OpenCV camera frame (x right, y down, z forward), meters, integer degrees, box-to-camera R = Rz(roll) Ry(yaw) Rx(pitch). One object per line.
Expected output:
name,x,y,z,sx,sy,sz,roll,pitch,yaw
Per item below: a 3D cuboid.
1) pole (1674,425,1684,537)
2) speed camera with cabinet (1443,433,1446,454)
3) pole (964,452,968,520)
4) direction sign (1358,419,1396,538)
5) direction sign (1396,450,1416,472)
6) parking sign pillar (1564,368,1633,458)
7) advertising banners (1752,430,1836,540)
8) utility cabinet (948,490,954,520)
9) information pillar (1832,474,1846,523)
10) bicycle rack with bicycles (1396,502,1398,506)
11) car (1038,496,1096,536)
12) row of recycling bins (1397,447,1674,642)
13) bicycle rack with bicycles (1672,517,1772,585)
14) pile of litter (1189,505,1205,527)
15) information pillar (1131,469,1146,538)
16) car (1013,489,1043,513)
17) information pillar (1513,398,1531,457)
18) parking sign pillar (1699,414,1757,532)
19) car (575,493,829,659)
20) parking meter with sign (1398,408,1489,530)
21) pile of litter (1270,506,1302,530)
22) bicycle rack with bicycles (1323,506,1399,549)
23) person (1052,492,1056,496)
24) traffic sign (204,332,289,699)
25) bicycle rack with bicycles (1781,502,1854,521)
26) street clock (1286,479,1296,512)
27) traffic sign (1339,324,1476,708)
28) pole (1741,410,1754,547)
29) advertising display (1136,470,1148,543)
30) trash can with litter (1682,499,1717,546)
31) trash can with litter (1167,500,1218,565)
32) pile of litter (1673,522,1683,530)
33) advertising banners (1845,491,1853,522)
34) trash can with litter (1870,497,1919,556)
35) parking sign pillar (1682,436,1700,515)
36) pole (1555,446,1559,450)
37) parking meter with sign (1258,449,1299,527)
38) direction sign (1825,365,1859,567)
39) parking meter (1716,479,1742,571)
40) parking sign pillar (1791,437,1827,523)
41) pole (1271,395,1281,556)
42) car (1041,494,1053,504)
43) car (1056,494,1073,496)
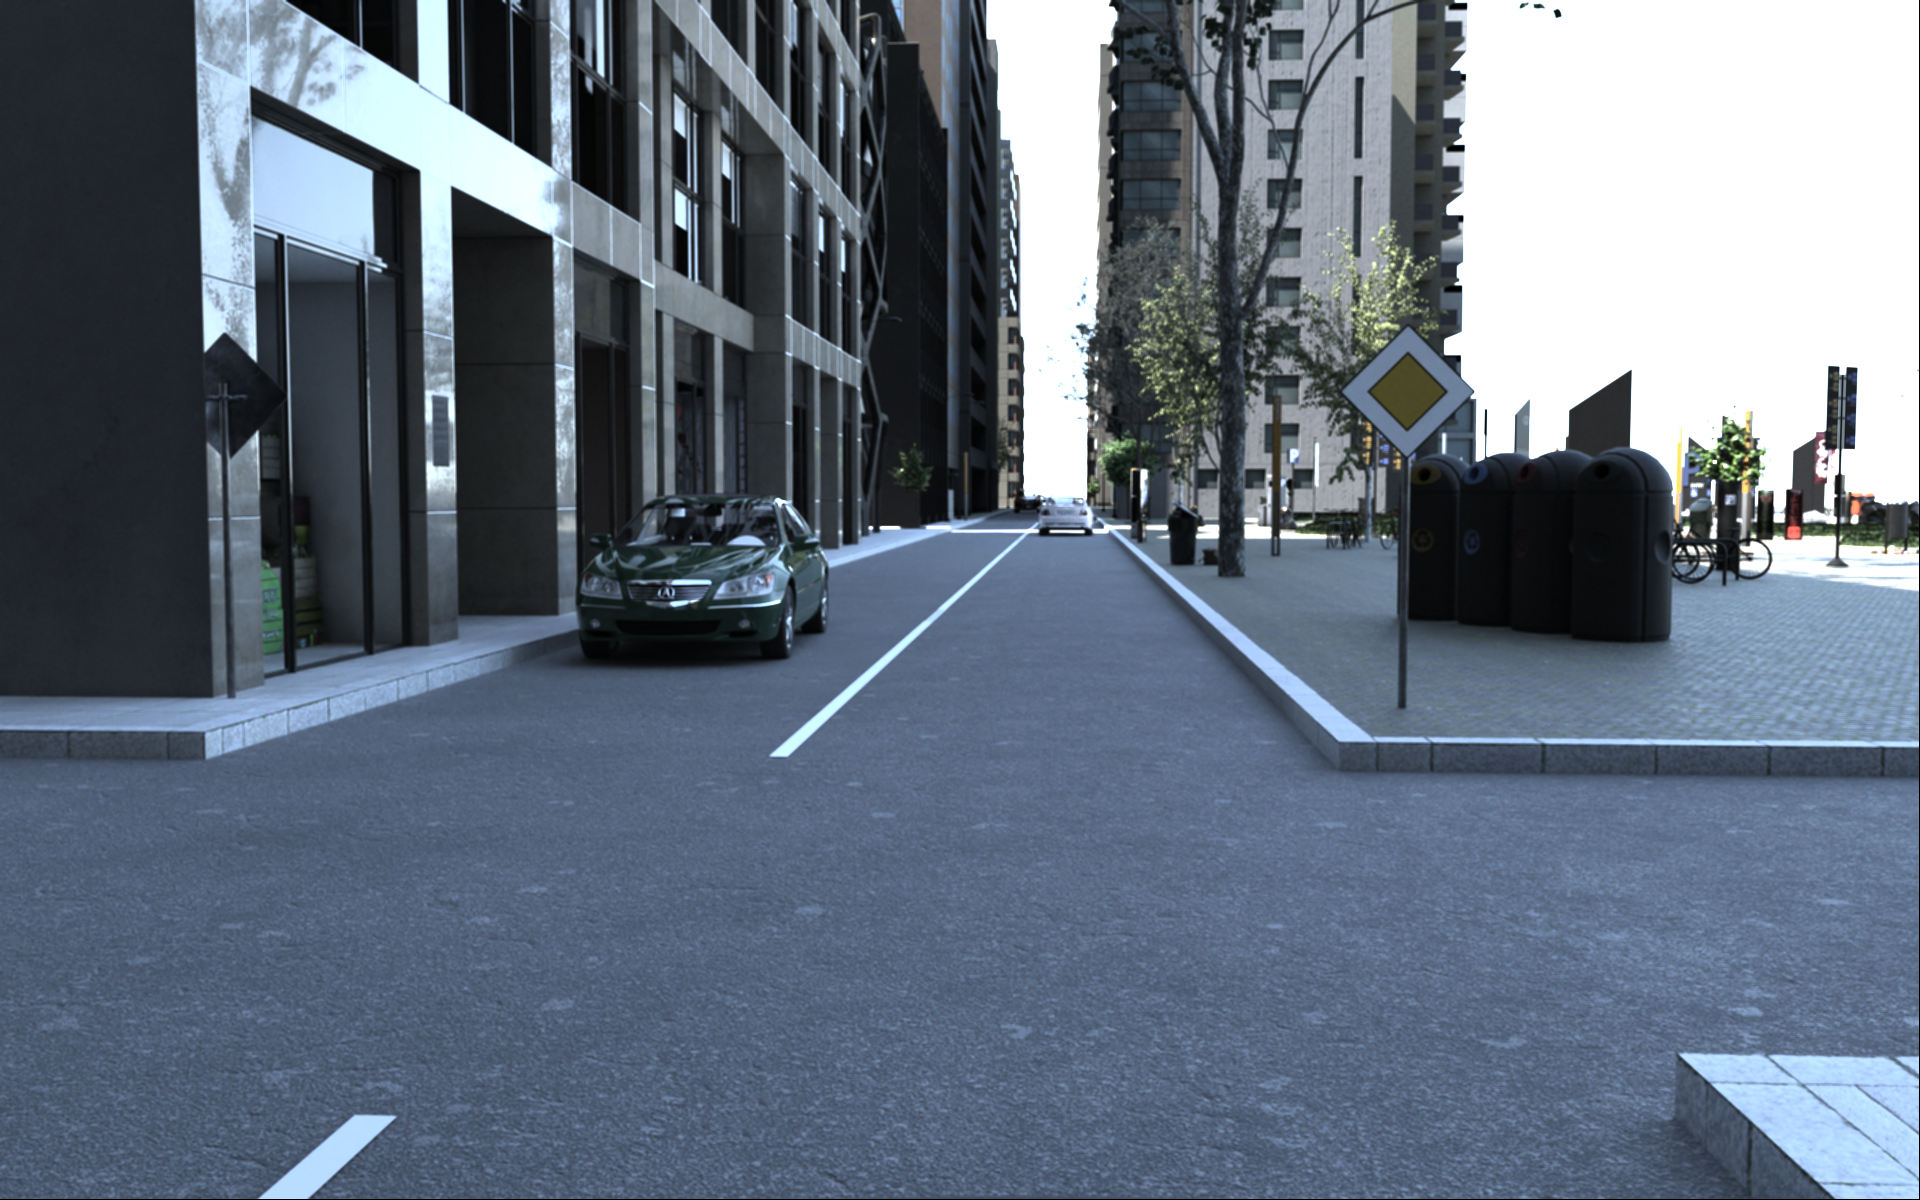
pole,21.258,-3.509,51.207,0.158,3.312,0.155,0,3,0
speed camera with cabinet,16.223,-3.831,56.976,2.038,3.252,0.660,-2,4,-34
pole,0.285,-5.537,84.365,0.158,3.312,0.155,0,3,0
direction sign,12.080,-3.571,50.383,0.876,3.537,0.379,3,5,39
direction sign,15.450,-4.177,60.283,0.876,3.537,0.379,3,5,41
parking sign pillar,13.734,-2.988,37.329,1.447,3.967,1.447,0,4,7
advertising banners,23.016,-3.158,47.817,2.074,3.025,0.090,0,4,7
utility cabinet,-0.643,-4.627,84.336,0.318,1.500,1.173,-1,4,-21
information pillar,31.445,-3.514,61.951,0.304,2.012,0.304,-2,4,-28
bicycle rack with bicycles,19.409,-3.734,74.440,2.925,0.926,2.852,0,4,-2
car,3.755,-2.974,60.985,2.083,1.381,4.827,0,4,5
row of recycling bins,5.442,-0.582,16.629,1.069,1.692,3.534,-1,4,-20
bicycle rack with bicycles,10.338,-0.754,25.703,2.925,0.926,2.852,2,4,31
pile of litter,8.915,-3.303,67.961,1.719,0.858,1.176,-2,4,-29
information pillar,5.163,-2.794,50.171,0.304,2.012,0.304,-2,4,-35
car,5.220,-7.563,132.320,2.281,1.827,5.304,0,4,4
information pillar,13.663,-3.105,42.120,0.504,3.616,0.183,-2,4,-26
parking sign pillar,25.942,-4.249,57.938,1.447,3.967,1.447,-2,4,-30
car,-2.337,-0.294,16.599,2.131,1.459,4.920,0,4,2
parking meter with sign,9.878,-2.396,35.431,1.738,3.016,0.543,1,4,18
pile of litter,11.756,-2.917,61.659,1.176,0.858,1.719,-1,4,-12
bicycle rack with bicycles,9.678,-1.684,40.923,2.852,0.926,2.925,2,4,34
person,13.030,-14.346,243.067,1.348,1.822,0.705,-2,4,-30
traffic sign,-4.575,-0.439,10.821,0.795,2.450,0.064,0,4,4
bicycle rack with bicycles,40.018,-4.146,81.170,2.925,0.926,2.852,3,5,40
street clock,15.744,-4.762,82.425,0.471,2.002,0.358,2,4,27
traffic sign,2.653,-0.410,10.342,0.795,2.450,0.064,0,4,4
pole,19.127,-2.949,42.059,0.158,3.312,0.155,0,3,0
advertising display,4.827,-2.488,45.892,0.123,1.923,0.974,1,4,18
trash can with litter,18.299,-1.929,42.926,1.055,1.170,0.624,-3,5,-41
trash can with litter,4.309,-1.234,31.567,1.055,1.170,0.624,1,4,13
pile of litter,24.345,-2.822,60.107,1.719,0.858,1.176,0,4,4
advertising banners,32.600,-4.155,64.119,0.090,3.025,2.074,0,4,6
trash can with litter,20.309,-1.574,36.785,2.233,1.210,1.678,-1,4,-13
parking sign pillar,33.731,-5.551,79.233,1.447,3.967,1.447,-2,4,-28
pole,25.478,-4.902,73.988,0.158,3.312,0.155,0,3,0
parking meter with sign,12.291,-4.337,67.178,0.543,3.016,1.738,-3,4,-36
direction sign,15.562,-2.363,30.628,0.876,3.537,0.379,-2,4,-31
parking meter,12.923,-1.266,29.111,0.372,1.533,0.369,0,3,0
parking sign pillar,35.368,-5.119,72.174,1.447,3.967,1.447,2,4,27
pole,6.557,-2.573,35.906,0.158,3.312,0.155,0,3,0
car,12.137,-13.924,239.662,2.014,1.417,4.499,0,4,3
car,7.066,-6.564,117.109,2.009,1.686,4.222,0,4,4
